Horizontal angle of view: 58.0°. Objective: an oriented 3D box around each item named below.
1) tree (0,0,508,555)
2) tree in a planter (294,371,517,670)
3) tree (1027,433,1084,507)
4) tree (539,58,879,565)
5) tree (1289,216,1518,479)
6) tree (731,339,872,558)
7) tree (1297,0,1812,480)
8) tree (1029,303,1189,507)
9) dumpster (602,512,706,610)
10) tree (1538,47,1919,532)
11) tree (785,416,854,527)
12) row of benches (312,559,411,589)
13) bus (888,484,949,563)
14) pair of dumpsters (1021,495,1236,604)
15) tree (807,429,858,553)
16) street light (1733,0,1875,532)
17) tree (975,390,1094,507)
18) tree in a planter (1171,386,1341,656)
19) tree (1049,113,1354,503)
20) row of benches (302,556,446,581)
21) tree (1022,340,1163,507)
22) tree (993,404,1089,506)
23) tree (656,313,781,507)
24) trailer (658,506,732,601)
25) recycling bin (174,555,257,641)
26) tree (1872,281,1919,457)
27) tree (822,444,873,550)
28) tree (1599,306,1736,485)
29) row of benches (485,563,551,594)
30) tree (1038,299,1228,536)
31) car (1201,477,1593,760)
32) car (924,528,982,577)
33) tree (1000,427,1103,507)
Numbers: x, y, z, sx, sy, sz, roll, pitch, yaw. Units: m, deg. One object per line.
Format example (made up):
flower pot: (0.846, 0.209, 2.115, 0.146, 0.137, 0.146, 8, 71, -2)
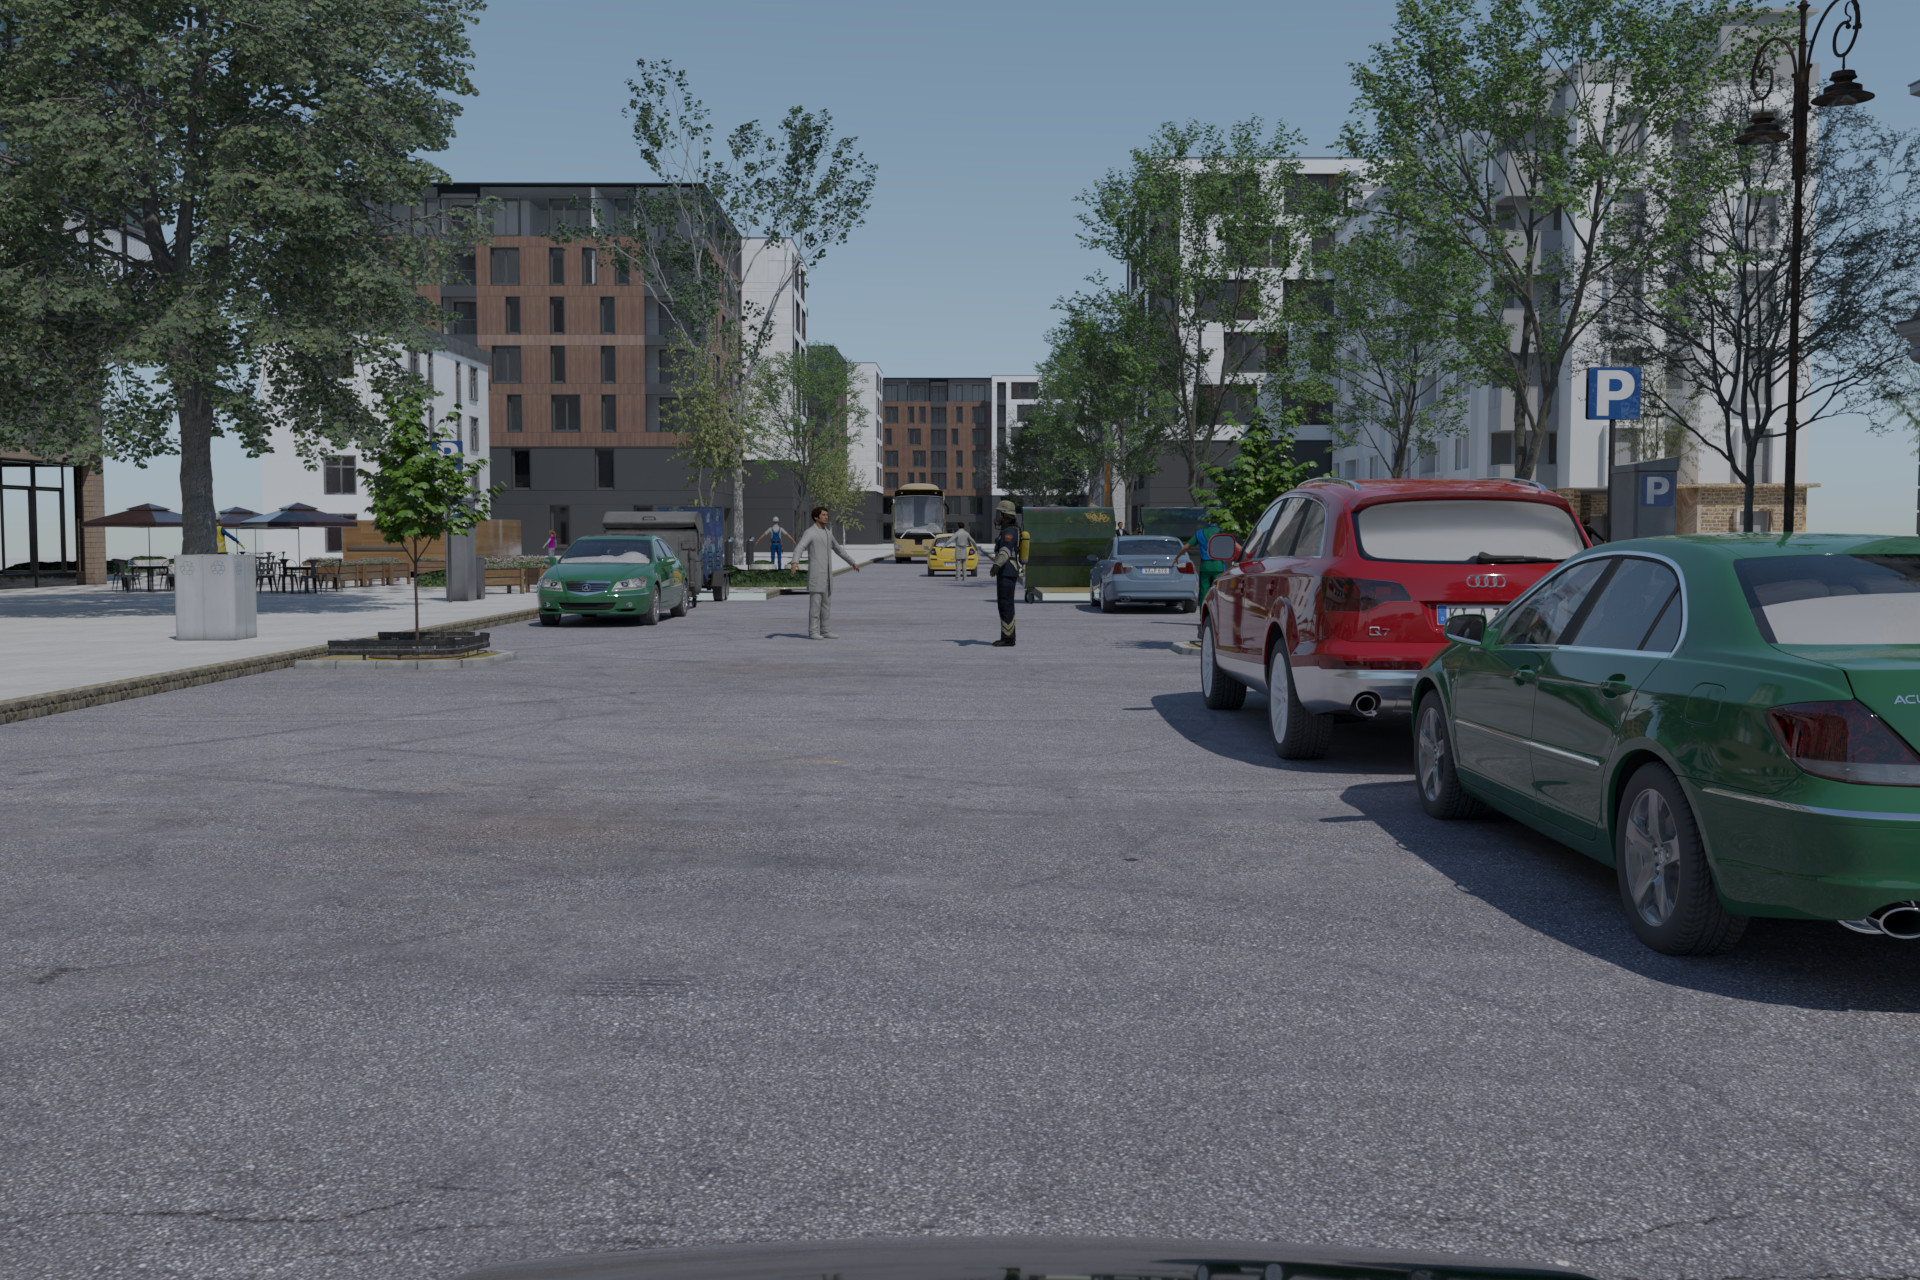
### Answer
tree: (-11.999, -7.339, 26.645, 9.857, 13.997, 8.962, 0, 3, 0)
tree in a planter: (-6.056, -1.345, 19.216, 1.991, 3.239, 1.994, 0, 4, 1)
tree: (6.050, -9.964, 113.268, 4.360, 8.622, 3.978, 0, 3, 0)
tree: (-10.587, -13.165, 71.144, 12.611, 20.169, 13.585, 0, 3, 0)
tree: (14.217, -7.968, 56.036, 9.928, 11.665, 9.643, 0, 3, 0)
tree: (-8.394, -10.140, 91.545, 9.928, 11.665, 9.643, 0, 3, 0)
tree: (9.904, -6.364, 29.807, 9.928, 11.665, 9.643, 0, 3, 0)
tree: (6.704, -9.317, 78.087, 9.928, 11.665, 9.643, 0, 3, 0)
dumpster: (-5.877, -1.530, 33.229, 1.865, 1.857, 1.264, 0, 4, 0)
tree: (20.047, -8.168, 43.918, 12.009, 13.543, 11.850, 0, 3, 0)
tree: (-8.792, -9.656, 108.235, 4.737, 8.622, 4.395, 0, 3, 0)
row of benches: (-14.562, -1.632, 42.144, 1.422, 0.672, 4.104, 0, 4, 7)
bus: (-2.000, -5.895, 87.925, 2.896, 3.916, 12.252, 0, 4, 0)
pair of dumpsters: (3.457, -1.901, 36.038, 4.436, 2.255, 1.574, 0, 4, -1)
tree: (-8.910, -10.343, 119.478, 4.737, 8.622, 4.395, 0, 3, 0)
street light: (7.172, -2.575, 14.894, 0.468, 5.910, 1.993, 0, 3, 0)
tree: (6.547, -14.299, 144.156, 12.009, 13.543, 11.850, 0, 3, 0)
tree in a planter: (3.613, -1.452, 20.965, 1.991, 3.239, 1.994, 0, 4, -1)
tree: (6.026, -7.214, 43.696, 9.928, 11.665, 9.643, 0, 3, 0)
row of benches: (-16.067, -1.969, 47.651, 4.104, 0.672, 1.422, -1, 4, -16)
tree: (6.649, -9.896, 87.550, 9.928, 11.665, 9.643, 0, 3, 0)
tree: (5.920, -11.590, 123.910, 7.601, 10.594, 8.767, 1, 4, 15)
tree: (-8.459, -6.635, 58.847, 4.737, 8.622, 4.395, 0, 3, 0)
trailer: (-5.740, -1.796, 36.411, 1.471, 1.999, 3.904, 0, 4, 0)
recycling bin: (-9.080, -0.526, 21.146, 0.722, 1.027, 0.722, 0, 4, 0)
tree: (28.417, -6.155, 51.004, 4.360, 8.622, 3.978, 0, 3, 0)
tree: (-9.262, -11.558, 139.343, 4.737, 8.622, 4.395, 0, 3, 0)
tree: (21.685, -6.408, 55.126, 4.360, 8.622, 3.978, 0, 3, 0)
row of benches: (-8.969, -1.374, 37.934, 4.104, 0.672, 1.422, -3, 5, -43)
tree: (6.735, -8.081, 66.540, 8.767, 10.594, 7.601, 3, 5, 44)
car: (3.026, -0.237, 12.541, 2.281, 1.827, 5.304, 0, 4, 0)
car: (-0.254, -3.011, 59.455, 2.015, 1.641, 3.980, 0, 3, 0)
tree: (6.909, -12.127, 132.681, 8.767, 10.594, 7.601, 1, 4, 13)
